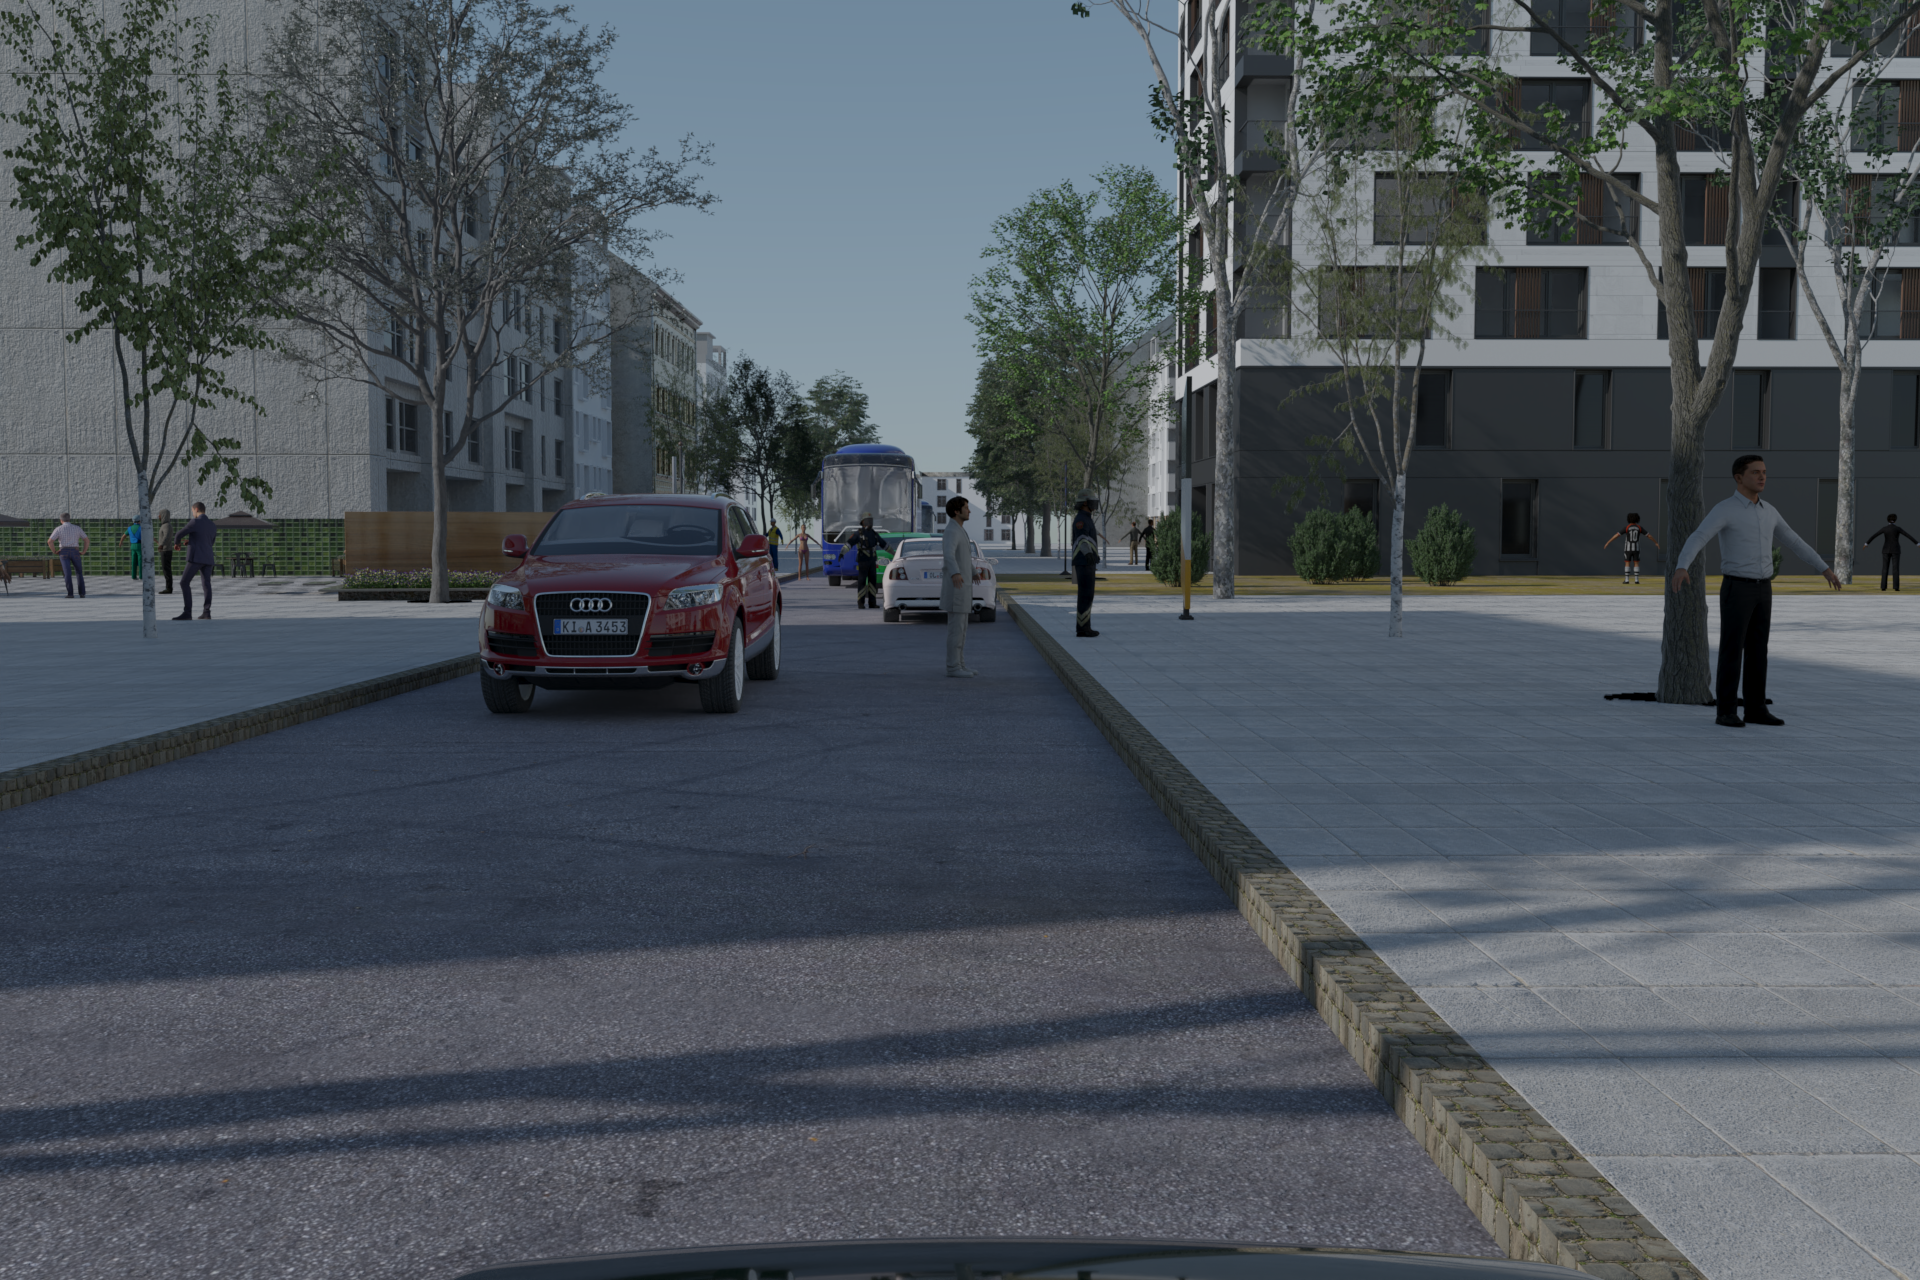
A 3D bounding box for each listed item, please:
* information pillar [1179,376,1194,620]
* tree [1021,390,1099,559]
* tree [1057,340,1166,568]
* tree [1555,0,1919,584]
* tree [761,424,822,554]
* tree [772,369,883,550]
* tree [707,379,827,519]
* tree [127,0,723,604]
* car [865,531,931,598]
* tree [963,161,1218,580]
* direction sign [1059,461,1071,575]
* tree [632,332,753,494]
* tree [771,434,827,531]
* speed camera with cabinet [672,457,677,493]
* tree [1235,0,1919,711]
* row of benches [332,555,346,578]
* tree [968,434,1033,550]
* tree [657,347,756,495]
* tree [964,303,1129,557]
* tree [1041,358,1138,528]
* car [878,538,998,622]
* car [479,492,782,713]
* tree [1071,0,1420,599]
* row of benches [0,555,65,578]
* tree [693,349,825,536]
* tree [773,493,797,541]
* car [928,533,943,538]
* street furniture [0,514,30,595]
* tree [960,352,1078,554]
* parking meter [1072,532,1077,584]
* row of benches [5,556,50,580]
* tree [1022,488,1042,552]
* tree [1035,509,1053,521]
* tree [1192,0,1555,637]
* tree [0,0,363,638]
[{"bbox_3d":[3.394,-2.116,25.957,0.183,3.616,0.504,0,4,-1],"label":"information pillar"},{"bbox_3d":[5.008,-8.386,87.468,4.360,8.622,3.978,0,3,0],"label":"tree"},{"bbox_3d":[5.416,-7.017,65.097,4.360,8.622,3.978,0,3,0],"label":"tree"},{"bbox_3d":[21.257,-11.526,44.345,12.611,20.169,13.585,0,3,0],"label":"tree"},{"bbox_3d":[-10.708,-9.807,110.704,4.737,8.622,4.395,0,3,0],"label":"tree"},{"bbox_3d":[-10.674,-13.983,135.271,9.857,13.997,8.962,0,3,0],"label":"tree"},{"bbox_3d":[-11.016,-10.124,99.938,7.601,10.594,8.767,1,4,10],"label":"tree"},{"bbox_3d":[-9.596,-7.440,32.012,12.009,13.543,11.850,0,3,0],"label":"tree"},{"bbox_3d":[-1.305,-1.921,40.207,1.959,1.807,4.718,0,4,-2],"label":"car"},{"bbox_3d":[3.693,-7.513,48.599,9.928,11.665,9.643,0,3,0],"label":"tree"},{"bbox_3d":[3.304,-3.804,54.198,0.379,3.537,0.876,0,4,0],"label":"direction sign"},{"bbox_3d":[-10.293,-6.897,63.131,4.360,8.622,3.978,0,3,0],"label":"tree"},{"bbox_3d":[-10.621,-10.400,120.398,4.360,8.622,3.978,0,3,0],"label":"tree"},{"bbox_3d":[-7.472,-3.099,45.008,0.660,3.252,2.038,0,4,1],"label":"speed camera with cabinet"},{"bbox_3d":[5.686,-5.332,12.931,9.928,11.665,9.643,0,3,0],"label":"tree"},{"bbox_3d":[-17.619,-2.160,50.779,1.422,0.672,4.104,-2,4,-32],"label":"row of benches"},{"bbox_3d":[4.376,-12.988,138.103,9.928,11.665,9.643,0,3,0],"label":"tree"},{"bbox_3d":[-9.853,-7.211,68.266,4.360,8.622,3.978,0,3,0],"label":"tree"},{"bbox_3d":[4.899,-11.668,97.435,9.857,13.997,8.962,0,3,0],"label":"tree"},{"bbox_3d":[5.449,-7.333,70.256,4.360,8.622,3.978,0,3,0],"label":"tree"},{"bbox_3d":[-0.368,-1.049,29.515,2.083,1.381,4.827,0,4,-1],"label":"car"},{"bbox_3d":[-2.783,-0.420,15.535,2.281,1.827,5.304,0,4,0],"label":"car"},{"bbox_3d":[6.368,-10.820,32.794,12.611,20.169,13.585,0,3,0],"label":"tree"},{"bbox_3d":[-28.487,-2.185,51.180,4.104,0.672,1.422,1,4,8],"label":"row of benches"},{"bbox_3d":[-10.175,-9.378,87.738,7.601,10.594,8.767,0,4,-1],"label":"tree"},{"bbox_3d":[-22.797,-17.099,229.923,4.737,8.622,4.395,0,3,0],"label":"tree"},{"bbox_3d":[-1.347,-4.290,78.943,1.959,1.807,4.718,0,4,-1],"label":"car"},{"bbox_3d":[-33.581,-1.906,36.199,27.439,1.986,14.083,2,4,26],"label":"street furniture"},{"bbox_3d":[4.608,-12.687,114.092,9.857,13.997,8.962,0,3,0],"label":"tree"},{"bbox_3d":[3.056,-2.205,44.464,0.372,1.533,0.369,0,3,0],"label":"parking meter"},{"bbox_3d":[-27.965,-2.036,48.753,4.104,0.672,1.422,-1,4,-18],"label":"row of benches"},{"bbox_3d":[4.763,-10.641,124.341,4.737,8.622,4.395,0,3,0],"label":"tree"},{"bbox_3d":[11.762,-17.377,234.470,4.737,8.622,4.395,0,3,0],"label":"tree"},{"bbox_3d":[5.514,-4.327,21.111,4.360,8.622,3.978,0,3,0],"label":"tree"},{"bbox_3d":[-9.789,-4.324,21.055,4.737,8.622,4.395,0,3,0],"label":"tree"}]
